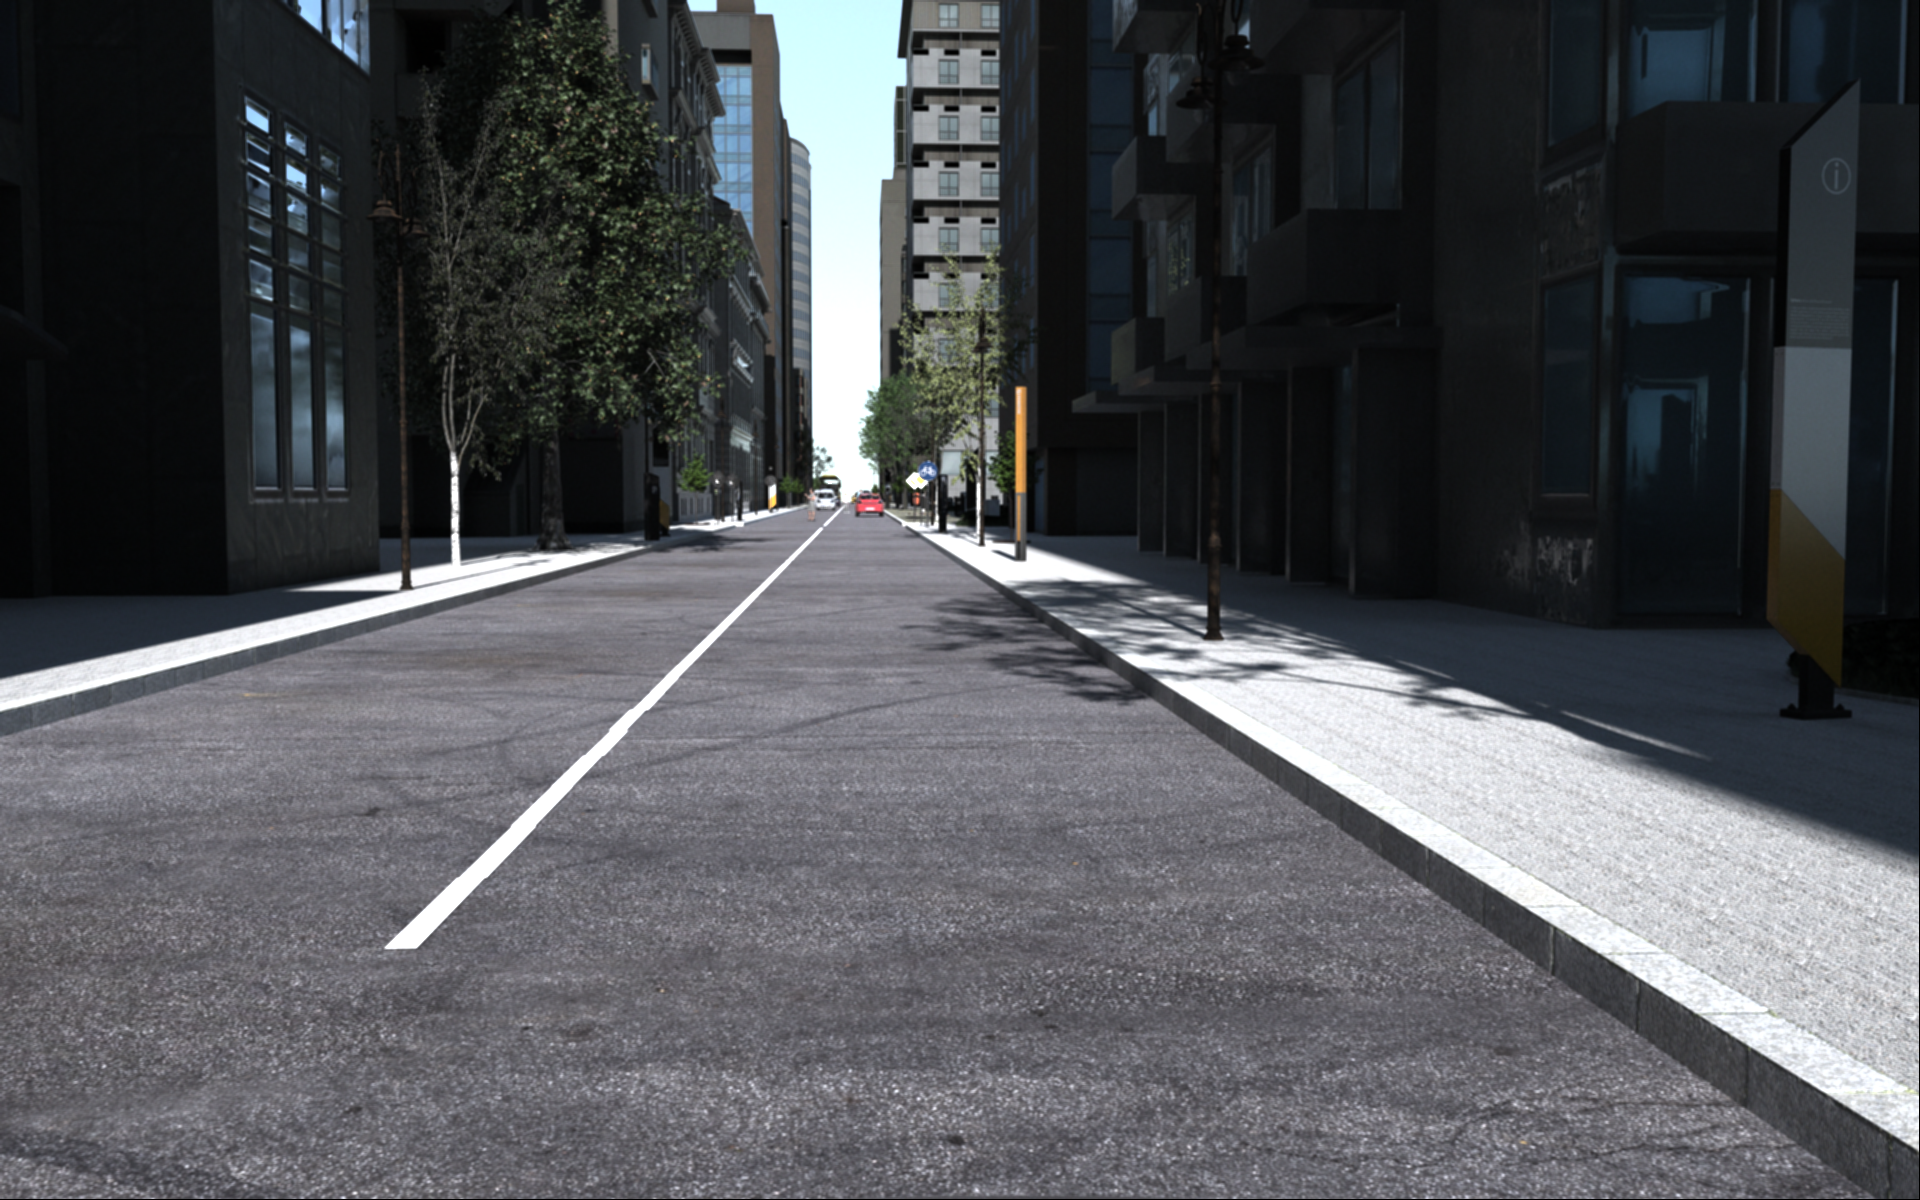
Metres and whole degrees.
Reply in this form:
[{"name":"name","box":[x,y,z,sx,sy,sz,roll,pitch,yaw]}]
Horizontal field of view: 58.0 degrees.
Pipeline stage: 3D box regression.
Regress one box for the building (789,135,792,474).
[{"name":"building","box":[-26.210,-32.894,187.928,14.600,45.320,14.200,0,4,-3]}]

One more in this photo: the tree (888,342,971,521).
[{"name":"tree","box":[-1.200,-8.124,83.191,4.360,8.622,3.978,0,3,0]}]

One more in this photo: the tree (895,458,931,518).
[{"name":"tree","box":[-2.396,-6.027,93.136,1.663,3.219,1.824,0,3,0]}]

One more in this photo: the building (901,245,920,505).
[{"name":"building","box":[0.136,-26.329,202.181,14.160,30.474,14.107,0,4,-3]}]

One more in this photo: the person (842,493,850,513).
[{"name":"person","box":[-8.627,-7.331,130.962,0.523,1.515,0.503,1,4,22]}]

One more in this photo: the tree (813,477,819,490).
[{"name":"tree","box":[-25.688,-20.061,311.710,4.285,4.588,4.351,0,3,0]}]

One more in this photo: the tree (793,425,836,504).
[{"name":"tree","box":[-20.709,-18.150,231.170,8.767,10.594,7.601,-1,4,-11]}]

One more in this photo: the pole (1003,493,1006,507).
[{"name":"pole","box":[3.033,-7.593,117.986,0.158,3.312,0.155,0,3,0]}]

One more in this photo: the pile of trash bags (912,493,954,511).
[{"name":"pile of trash bags","box":[-1.956,-7.462,131.748,3.447,1.369,1.912,1,4,11]}]

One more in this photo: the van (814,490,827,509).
[{"name":"van","box":[-13.773,-9.889,168.695,2.013,2.044,4.112,0,4,-3]}]

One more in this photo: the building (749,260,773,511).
[{"name":"building","box":[-21.844,-17.957,135.400,13.314,21.916,24.055,0,4,-3]}]

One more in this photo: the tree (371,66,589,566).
[{"name":"tree","box":[-8.820,-4.927,30.923,4.360,8.622,3.978,0,3,0]}]

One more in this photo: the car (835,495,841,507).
[{"name":"car","box":[-14.598,-11.378,198.606,1.945,1.354,3.894,0,4,-4]}]

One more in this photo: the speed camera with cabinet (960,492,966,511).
[{"name":"speed camera with cabinet","box":[0.603,-7.840,122.524,0.660,3.252,2.038,-1,4,-19]}]

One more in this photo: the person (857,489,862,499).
[{"name":"person","box":[-8.573,-8.592,148.841,0.638,1.841,0.748,-2,4,-24]}]

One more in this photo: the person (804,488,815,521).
[{"name":"person","box":[-8.054,-5.130,92.727,0.532,1.782,0.716,-2,4,-33]}]

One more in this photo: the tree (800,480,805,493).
[{"name":"tree","box":[-17.547,-11.675,185.480,1.663,3.219,1.824,0,3,0]}]

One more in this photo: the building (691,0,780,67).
[{"name":"building","box":[-23.707,-31.172,159.772,14.600,45.320,14.200,0,4,-3]}]

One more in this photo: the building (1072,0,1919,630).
[{"name":"building","box":[14.765,-24.998,28.321,23.786,49.044,30.456,0,4,-3]}]

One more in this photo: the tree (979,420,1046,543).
[{"name":"tree","box":[1.382,-3.115,45.525,1.663,3.219,1.824,0,3,0]}]

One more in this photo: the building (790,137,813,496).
[{"name":"building","box":[-34.759,-45.100,279.388,21.231,58.520,28.212,0,4,-3]}]

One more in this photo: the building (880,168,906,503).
[{"name":"building","box":[-0.904,-38.495,253.091,21.300,48.544,21.600,0,4,-3]}]

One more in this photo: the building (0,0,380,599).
[{"name":"building","box":[-17.882,-42.664,10.225,22.319,86.520,31.000,0,4,-3]}]

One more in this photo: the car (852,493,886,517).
[{"name":"car","box":[-5.799,-6.225,110.812,2.155,1.783,4.494,0,4,-4]}]

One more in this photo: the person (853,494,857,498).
[{"name":"person","box":[-13.485,-13.497,229.200,1.348,1.821,0.705,1,4,11]}]

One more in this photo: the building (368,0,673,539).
[{"name":"building","box":[-21.653,-26.589,58.440,21.600,48.544,21.300,0,4,-3]}]

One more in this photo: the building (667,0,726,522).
[{"name":"building","box":[-19.862,-18.502,89.896,14.401,28.519,23.554,0,4,-3]}]

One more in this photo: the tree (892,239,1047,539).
[{"name":"tree","box":[0.298,-6.060,49.439,4.737,8.622,4.395,0,3,0]}]

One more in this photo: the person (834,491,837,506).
[{"name":"person","box":[-15.159,-12.438,211.496,0.705,1.869,1.348,0,4,-5]}]

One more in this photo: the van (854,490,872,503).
[{"name":"van","box":[-9.318,-9.865,168.301,2.013,2.044,4.112,0,4,-5]}]

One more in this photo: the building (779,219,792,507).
[{"name":"building","box":[-24.308,-24.626,174.342,14.160,30.474,14.107,0,4,-3]}]

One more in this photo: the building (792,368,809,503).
[{"name":"building","box":[-36.305,-24.883,251.872,27.650,21.520,28.899,0,4,-3]}]

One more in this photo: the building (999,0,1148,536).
[{"name":"building","box":[8.794,-24.972,58.404,14.600,45.320,14.200,0,4,-3]}]

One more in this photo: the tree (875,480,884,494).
[{"name":"tree","box":[-8.343,-12.624,201.001,1.663,3.219,1.824,0,3,0]}]

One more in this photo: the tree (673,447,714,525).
[{"name":"tree","box":[-10.992,-4.742,72.140,1.663,3.219,1.824,0,3,0]}]

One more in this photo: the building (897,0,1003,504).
[{"name":"building","box":[8.170,-36.204,181.182,28.713,52.752,27.495,0,4,-3]}]

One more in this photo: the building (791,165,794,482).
[{"name":"building","box":[-26.766,-33.760,202.094,14.600,45.320,14.200,0,4,-3]}]

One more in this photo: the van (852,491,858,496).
[{"name":"van","box":[-16.329,-16.576,278.035,2.013,2.044,4.112,0,4,-4]}]

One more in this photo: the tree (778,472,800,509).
[{"name":"tree","box":[-15.347,-9.678,152.828,1.663,3.219,1.824,0,3,0]}]

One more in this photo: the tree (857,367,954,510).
[{"name":"tree","box":[-4.282,-13.111,140.124,9.928,11.665,9.643,0,3,0]}]

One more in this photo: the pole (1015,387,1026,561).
[{"name":"pole","box":[1.159,-2.394,32.991,0.158,3.312,0.155,0,3,0]}]

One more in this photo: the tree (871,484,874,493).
[{"name":"tree","box":[-14.936,-18.990,305.089,1.663,3.219,1.824,0,3,0]}]

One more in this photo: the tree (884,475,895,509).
[{"name":"tree","box":[-5.179,-9.510,150.083,1.663,3.219,1.824,0,3,0]}]

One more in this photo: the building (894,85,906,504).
[{"name":"building","box":[-3.303,-52.876,302.778,20.563,71.187,20.611,0,4,-3]}]

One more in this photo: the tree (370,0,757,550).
[{"name":"tree","box":[-9.465,-7.502,39.671,9.611,12.733,9.660,0,3,0]}]

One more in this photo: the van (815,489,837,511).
[{"name":"van","box":[-11.782,-8.888,152.329,2.013,2.044,4.112,0,4,-3]}]

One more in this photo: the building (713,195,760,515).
[{"name":"building","box":[-19.387,-16.928,112.924,11.583,22.565,21.152,0,4,-3]}]
